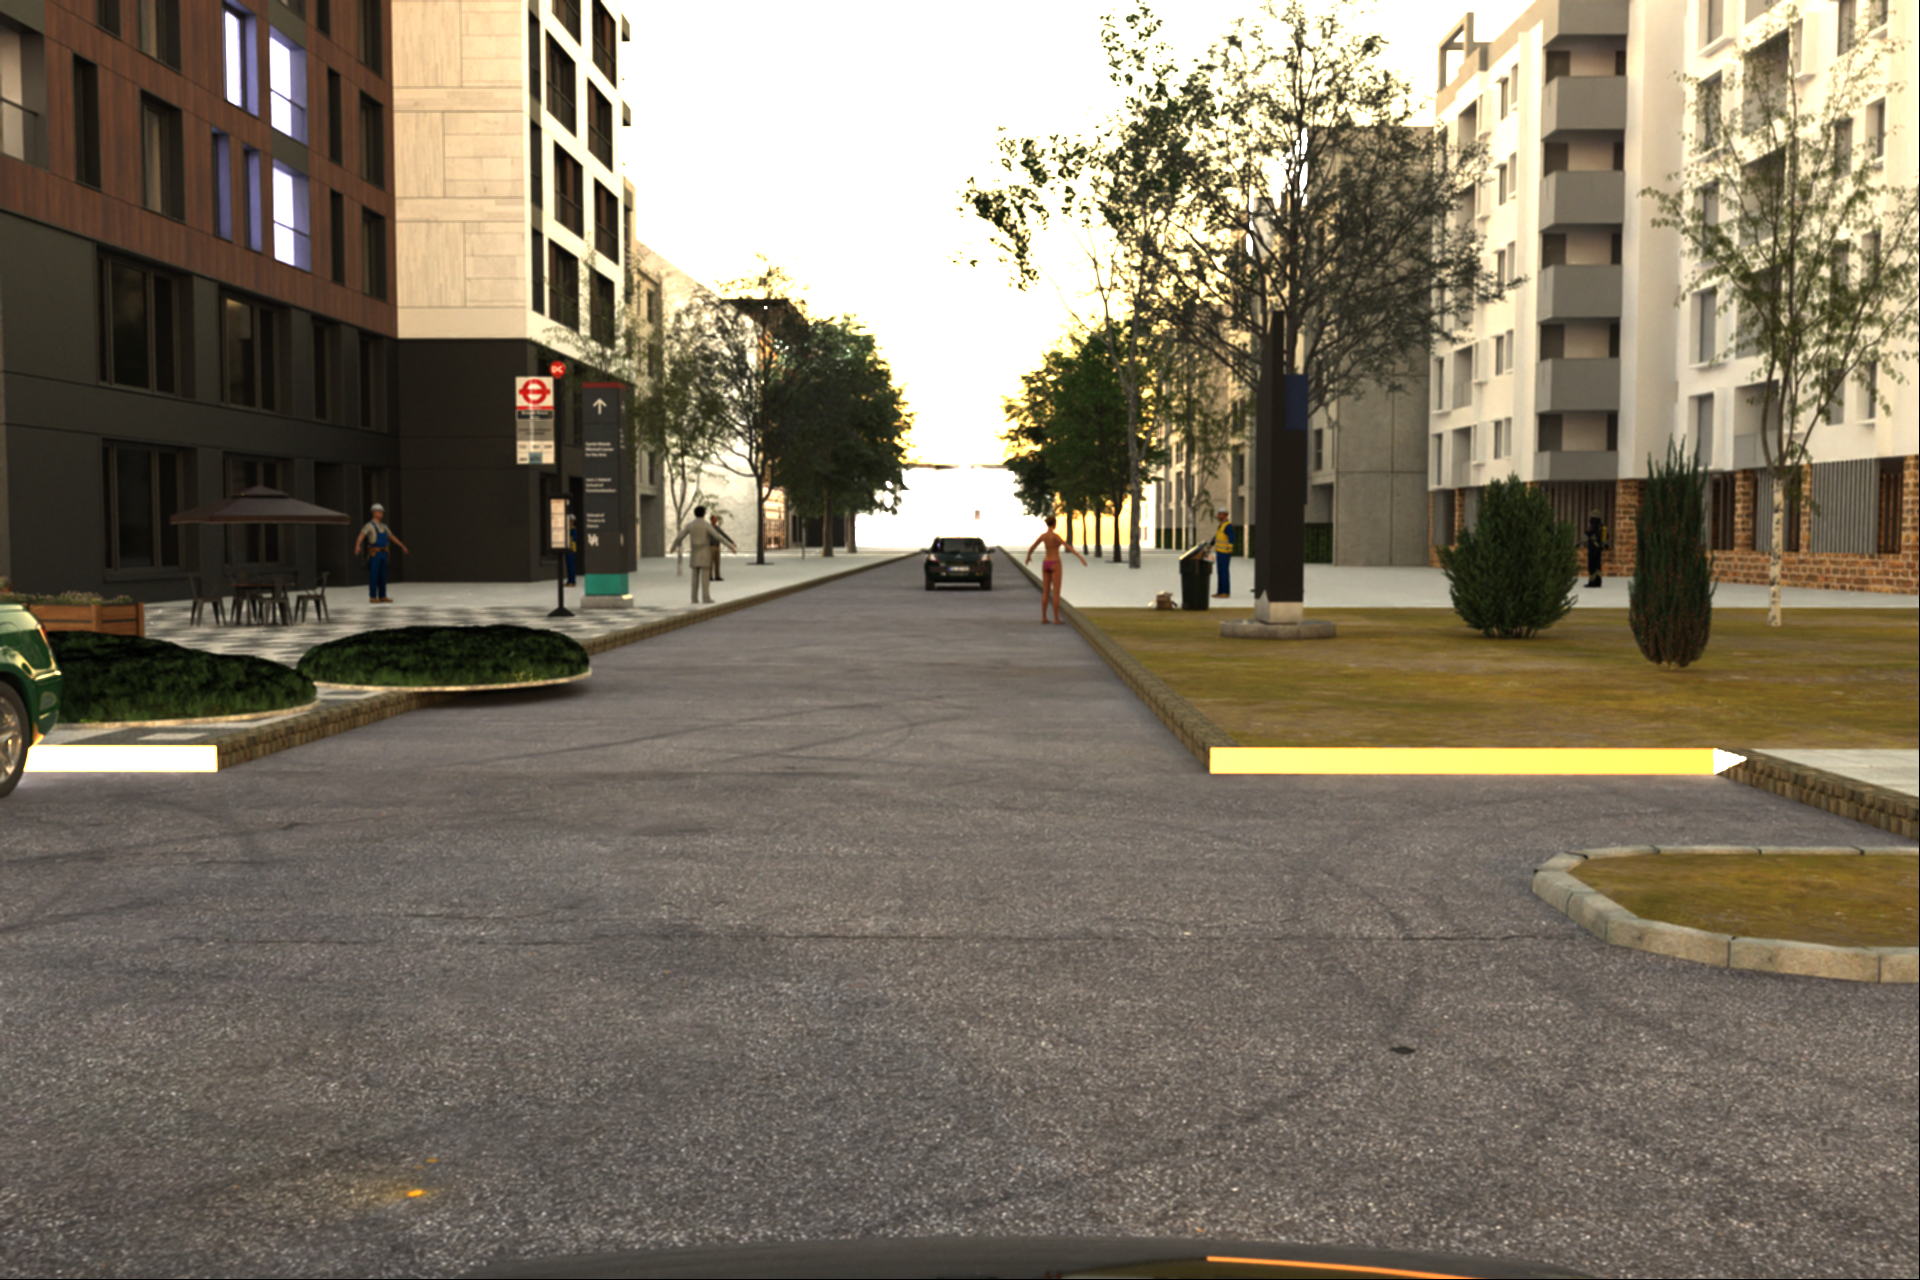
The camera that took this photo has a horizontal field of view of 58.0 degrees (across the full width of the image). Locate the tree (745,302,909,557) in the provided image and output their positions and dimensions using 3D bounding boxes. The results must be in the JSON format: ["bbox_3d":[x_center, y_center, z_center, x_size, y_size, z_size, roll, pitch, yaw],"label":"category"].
[{"bbox_3d":[-7.446,-11.656,97.232,9.857,13.997,8.962,0,3,0],"label":"tree"}]

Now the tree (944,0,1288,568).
[{"bbox_3d":[5.633,-12.679,63.190,12.611,20.169,13.585,0,3,0],"label":"tree"}]

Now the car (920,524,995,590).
[{"bbox_3d":[-0.055,-2.182,45.462,2.009,1.686,4.222,0,4,-1],"label":"car"}]

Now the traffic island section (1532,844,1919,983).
[{"bbox_3d":[3.271,1.000,6.514,1.991,0.108,1.994,0,4,2],"label":"traffic island section"}]

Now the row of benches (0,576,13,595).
[{"bbox_3d":[-14.118,-0.590,25.105,1.422,0.672,4.104,-2,4,-28],"label":"row of benches"}]

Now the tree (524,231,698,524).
[{"bbox_3d":[-9.028,-5.670,43.060,4.360,8.622,3.978,0,3,0],"label":"tree"}]

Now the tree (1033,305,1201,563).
[{"bbox_3d":[7.105,-9.311,77.984,9.928,11.665,9.643,0,3,0],"label":"tree"}]

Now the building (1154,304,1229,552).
[{"bbox_3d":[25.844,-16.818,141.426,16.747,18.905,31.486,0,4,1],"label":"building"}]

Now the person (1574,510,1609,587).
[{"bbox_3d":[15.272,-2.198,41.722,1.354,1.856,0.705,-3,4,-37],"label":"person"}]

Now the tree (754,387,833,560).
[{"bbox_3d":[-7.581,-8.309,86.216,4.360,8.622,3.978,0,3,0],"label":"tree"}]

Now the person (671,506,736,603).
[{"bbox_3d":[-4.818,-1.594,32.256,1.347,1.806,0.705,1,4,18],"label":"person"}]

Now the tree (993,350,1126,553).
[{"bbox_3d":[7.307,-12.859,116.895,9.857,13.997,8.962,0,3,0],"label":"tree"}]

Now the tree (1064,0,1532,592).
[{"bbox_3d":[7.111,-7.800,37.897,12.009,13.543,11.850,0,3,0],"label":"tree"}]

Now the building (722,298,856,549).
[{"bbox_3d":[-25.184,-19.739,166.709,27.936,21.610,32.646,0,4,1],"label":"building"}]

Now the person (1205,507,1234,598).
[{"bbox_3d":[5.284,-1.773,34.950,0.705,1.833,1.349,-1,4,-12],"label":"person"}]

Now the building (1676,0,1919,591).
[{"bbox_3d":[25.133,-11.600,46.086,16.016,20.090,11.380,0,4,1],"label":"building"}]

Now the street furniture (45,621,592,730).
[{"bbox_3d":[-8.264,0.099,14.010,10.072,0.657,5.734,0,4,-4],"label":"street furniture"}]

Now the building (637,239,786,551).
[{"bbox_3d":[-24.031,-18.700,136.681,19.493,23.208,18.063,0,4,0],"label":"building"}]

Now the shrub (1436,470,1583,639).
[{"bbox_3d":[6.801,-1.064,21.442,1.661,2.075,1.752,0,3,0],"label":"shrub"}]

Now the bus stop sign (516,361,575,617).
[{"bbox_3d":[-6.426,-2.332,26.831,0.855,3.939,0.416,0,3,0],"label":"bus stop sign"}]

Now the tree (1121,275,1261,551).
[{"bbox_3d":[6.231,-5.993,48.349,4.360,8.622,3.978,0,3,0],"label":"tree"}]

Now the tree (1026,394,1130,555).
[{"bbox_3d":[7.454,-10.537,106.689,7.601,10.594,8.767,1,4,12],"label":"tree"}]

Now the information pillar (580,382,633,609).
[{"bbox_3d":[-6.119,-2.480,29.920,0.750,3.857,0.750,0,4,2],"label":"information pillar"}]

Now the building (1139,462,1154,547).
[{"bbox_3d":[23.556,-14.232,174.834,9.099,9.664,28.070,0,4,1],"label":"building"}]

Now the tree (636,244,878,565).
[{"bbox_3d":[-8.326,-9.929,72.701,12.009,13.543,11.850,0,3,0],"label":"tree"}]

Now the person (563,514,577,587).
[{"bbox_3d":[-9.594,-2.190,42.270,0.721,1.772,1.216,-2,4,-27],"label":"person"}]

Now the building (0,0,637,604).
[{"bbox_3d":[-25.294,-12.181,43.138,27.936,21.610,32.646,0,4,1],"label":"building"}]

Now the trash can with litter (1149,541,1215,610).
[{"bbox_3d":[3.737,-1.088,29.181,1.055,1.170,0.624,0,4,0],"label":"trash can with litter"}]

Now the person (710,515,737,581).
[{"bbox_3d":[-6.734,-2.525,47.552,1.348,1.796,0.705,-3,5,-44],"label":"person"}]

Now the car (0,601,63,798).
[{"bbox_3d":[-6.121,0.232,7.997,2.131,1.459,4.920,0,4,1],"label":"car"}]

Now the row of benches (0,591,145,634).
[{"bbox_3d":[-10.823,-0.224,19.123,4.104,0.672,1.422,1,4,21],"label":"row of benches"}]

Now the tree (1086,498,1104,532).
[{"bbox_3d":[16.750,-15.779,208.349,4.360,8.622,3.978,0,3,0],"label":"tree"}]

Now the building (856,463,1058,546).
[{"bbox_3d":[-2.726,-15.940,205.222,28.070,9.664,9.099,1,4,10],"label":"building"}]

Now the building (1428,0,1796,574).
[{"bbox_3d":[22.947,-12.713,64.278,16.016,20.090,11.380,0,4,1],"label":"building"}]

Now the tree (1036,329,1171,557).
[{"bbox_3d":[7.882,-10.814,94.928,7.486,12.596,7.792,0,3,0],"label":"tree"}]

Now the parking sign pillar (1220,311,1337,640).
[{"bbox_3d":[3.990,-2.028,21.627,1.447,3.967,1.447,0,4,1],"label":"parking sign pillar"}]

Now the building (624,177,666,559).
[{"bbox_3d":[-24.857,-13.073,80.205,16.747,18.905,31.486,0,4,0],"label":"building"}]

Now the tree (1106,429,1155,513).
[{"bbox_3d":[20.838,-17.755,200.662,12.009,13.543,11.850,0,3,0],"label":"tree"}]

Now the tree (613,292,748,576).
[{"bbox_3d":[-8.607,-6.277,52.989,4.360,8.622,3.978,0,3,0],"label":"tree"}]

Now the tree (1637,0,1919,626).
[{"bbox_3d":[11.154,-4.505,24.015,4.360,8.622,3.978,0,3,0],"label":"tree"}]

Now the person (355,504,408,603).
[{"bbox_3d":[-10.869,-1.623,32.398,0.705,1.847,1.347,2,4,24],"label":"person"}]

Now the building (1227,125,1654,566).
[{"bbox_3d":[23.507,-13.287,83.694,16.747,18.905,31.486,0,4,1],"label":"building"}]

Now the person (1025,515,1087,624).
[{"bbox_3d":[1.515,-1.128,27.709,1.217,1.733,0.721,3,5,41],"label":"person"}]

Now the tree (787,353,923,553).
[{"bbox_3d":[-7.263,-12.711,114.478,9.857,13.997,8.962,0,3,0],"label":"tree"}]
